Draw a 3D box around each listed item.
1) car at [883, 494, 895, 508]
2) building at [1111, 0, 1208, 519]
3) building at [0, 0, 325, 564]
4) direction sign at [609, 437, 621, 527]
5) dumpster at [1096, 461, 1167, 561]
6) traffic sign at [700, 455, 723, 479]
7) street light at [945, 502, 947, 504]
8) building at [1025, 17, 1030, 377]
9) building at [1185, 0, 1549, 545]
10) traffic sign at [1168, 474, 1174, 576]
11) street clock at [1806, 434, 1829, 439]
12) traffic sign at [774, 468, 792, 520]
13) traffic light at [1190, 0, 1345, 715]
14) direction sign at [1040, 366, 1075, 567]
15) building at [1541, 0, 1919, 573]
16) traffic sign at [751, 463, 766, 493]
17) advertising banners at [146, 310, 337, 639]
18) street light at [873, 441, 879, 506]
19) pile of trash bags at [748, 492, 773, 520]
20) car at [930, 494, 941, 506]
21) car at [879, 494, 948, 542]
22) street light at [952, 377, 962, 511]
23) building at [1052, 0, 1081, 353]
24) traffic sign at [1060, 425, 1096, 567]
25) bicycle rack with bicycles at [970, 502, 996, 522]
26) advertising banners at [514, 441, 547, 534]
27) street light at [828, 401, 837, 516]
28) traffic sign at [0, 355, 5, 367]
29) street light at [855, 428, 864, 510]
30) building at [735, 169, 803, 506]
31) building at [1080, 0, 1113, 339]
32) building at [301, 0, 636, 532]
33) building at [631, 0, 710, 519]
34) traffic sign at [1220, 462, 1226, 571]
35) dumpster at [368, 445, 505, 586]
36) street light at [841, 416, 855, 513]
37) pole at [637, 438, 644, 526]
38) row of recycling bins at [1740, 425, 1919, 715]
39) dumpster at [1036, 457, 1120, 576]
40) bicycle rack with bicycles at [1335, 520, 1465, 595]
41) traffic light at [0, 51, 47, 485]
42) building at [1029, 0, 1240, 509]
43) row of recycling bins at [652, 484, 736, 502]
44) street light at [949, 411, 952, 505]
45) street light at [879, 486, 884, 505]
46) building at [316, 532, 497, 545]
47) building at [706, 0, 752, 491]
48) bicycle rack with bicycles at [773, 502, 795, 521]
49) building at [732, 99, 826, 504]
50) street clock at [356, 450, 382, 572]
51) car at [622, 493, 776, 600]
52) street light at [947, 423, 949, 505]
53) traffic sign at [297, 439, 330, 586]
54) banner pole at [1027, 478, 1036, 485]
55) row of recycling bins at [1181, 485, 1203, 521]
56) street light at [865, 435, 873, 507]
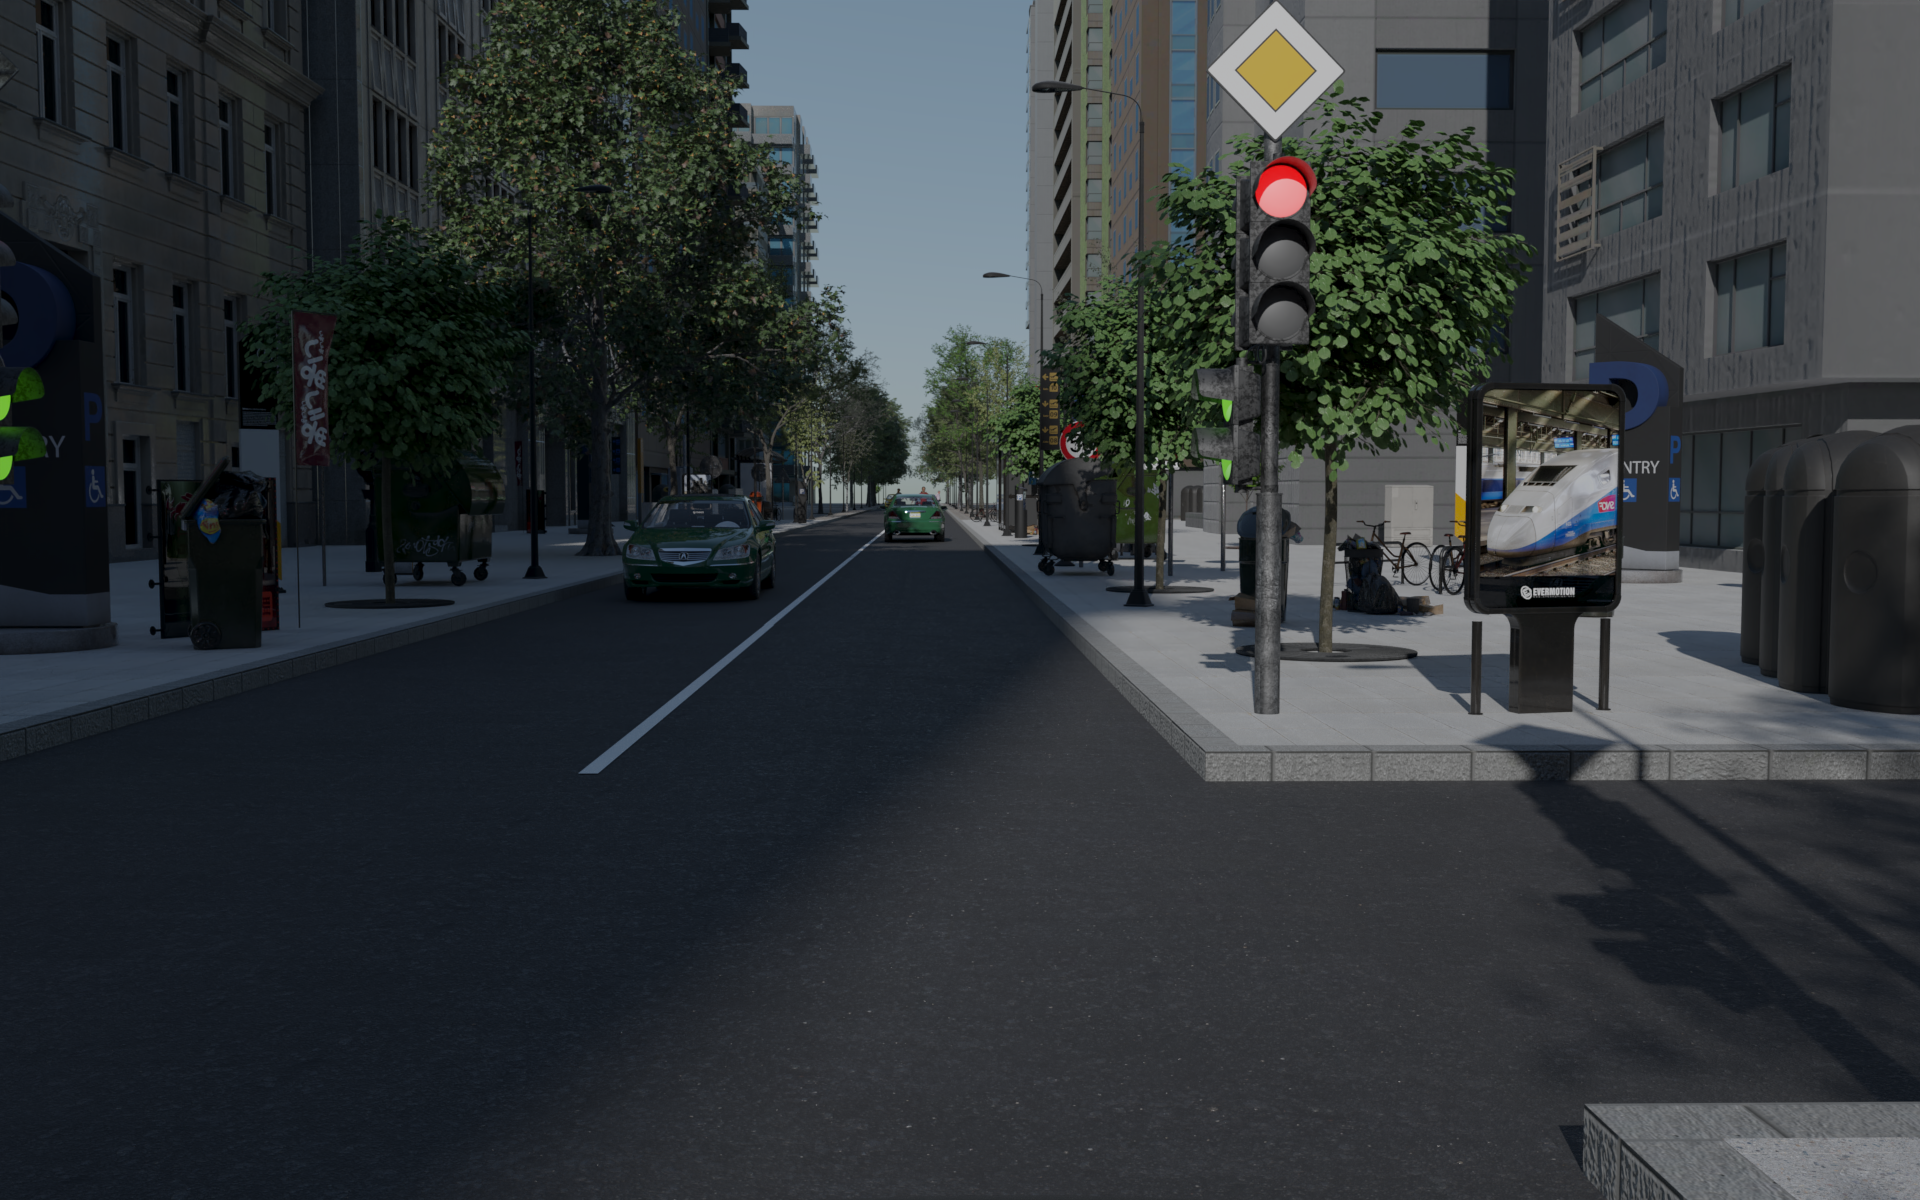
[{"bbox_3d":[-6.542,-9.850,171.278,2.015,1.641,3.980,0,4,0],"label":"car"},{"bbox_3d":[16.067,-27.275,96.054,14.600,45.320,14.200,0,4,-1],"label":"building"},{"bbox_3d":[-21.308,-14.218,29.731,12.463,27.353,25.104,0,4,-1],"label":"building"},{"bbox_3d":[-13.813,-4.666,68.285,0.876,3.537,0.379,0,4,-8],"label":"direction sign"},{"bbox_3d":[3.334,-1.924,33.955,1.502,2.255,1.985,0,4,-1],"label":"dumpster"},{"bbox_3d":[-8.206,-3.485,57.082,0.768,2.556,0.104,0,4,4],"label":"traffic sign"},{"bbox_3d":[-0.120,-8.547,112.276,1.470,5.913,1.316,0,4,-1],"label":"street light"},{"bbox_3d":[17.523,-55.940,227.292,22.319,86.520,31.000,0,4,-1],"label":"building"},{"bbox_3d":[18.717,-31.421,55.728,21.231,58.520,28.212,0,4,-1],"label":"building"},{"bbox_3d":[3.298,-1.650,27.083,0.768,2.556,0.104,0,4,7],"label":"traffic sign"},{"bbox_3d":[10.405,-1.002,20.955,0.471,2.002,0.358,3,5,45],"label":"street clock"},{"bbox_3d":[-8.737,-5.226,85.443,0.884,2.594,0.081,0,4,6],"label":"traffic sign"},{"bbox_3d":[1.779,-1.291,10.028,0.839,4.253,0.868,0,4,-1],"label":"traffic light"},{"bbox_3d":[1.862,-2.369,30.724,0.876,3.537,0.379,0,4,-3],"label":"direction sign"},{"bbox_3d":[18.652,-21.003,26.996,14.086,41.232,14.154,0,4,-1],"label":"building"},{"bbox_3d":[-8.304,-4.389,71.860,0.768,2.556,0.104,1,4,9],"label":"traffic sign"},{"bbox_3d":[-6.583,-1.215,16.051,0.090,3.025,2.074,2,4,30],"label":"advertising banners"},{"bbox_3d":[-8.152,-11.026,152.809,1.470,5.913,1.316,0,4,-1],"label":"street light"},{"bbox_3d":[-7.712,-3.242,62.766,1.912,1.369,3.447,-1,4,-21],"label":"pile of trash bags"},{"bbox_3d":[-2.362,-6.846,123.929,2.014,1.417,4.499,0,4,0],"label":"car"},{"bbox_3d":[-1.419,-2.534,53.231,2.131,1.459,4.920,0,4,-2],"label":"car"},{"bbox_3d":[0.542,-5.892,68.879,1.470,5.913,1.316,0,4,-1],"label":"street light"},{"bbox_3d":[18.997,-31.714,142.233,21.300,48.544,21.600,0,4,-1],"label":"building"},{"bbox_3d":[2.119,-1.842,30.224,0.768,2.556,0.104,0,4,5],"label":"traffic sign"},{"bbox_3d":[2.166,-4.047,79.558,2.925,0.926,2.852,1,4,17],"label":"bicycle rack with bicycles"},{"bbox_3d":[-13.959,-3.673,56.239,0.090,3.025,2.074,-3,5,-41],"label":"advertising banners"},{"bbox_3d":[-6.883,-6.982,86.693,1.470,5.913,1.316,0,4,-1],"label":"street light"},{"bbox_3d":[-7.764,-0.816,13.444,0.768,2.556,0.104,0,4,3],"label":"traffic sign"},{"bbox_3d":[-7.537,-9.031,120.192,1.470,5.913,1.316,0,4,-1],"label":"street light"},{"bbox_3d":[-33.653,-30.324,187.679,32.217,40.220,23.993,0,4,-1],"label":"building"},{"bbox_3d":[15.510,-26.972,124.583,14.154,41.232,14.086,0,4,-1],"label":"building"},{"bbox_3d":[-21.364,-15.545,72.185,12.078,24.808,19.932,0,4,-1],"label":"building"},{"bbox_3d":[-23.247,-27.866,105.723,14.600,45.320,14.200,0,4,-1],"label":"building"},{"bbox_3d":[4.377,-1.753,28.760,0.768,2.556,0.104,0,4,3],"label":"traffic sign"},{"bbox_3d":[-7.477,-1.361,24.745,1.502,2.255,1.985,0,4,-1],"label":"dumpster"},{"bbox_3d":[-7.214,-8.012,103.542,1.470,5.913,1.316,0,4,-1],"label":"street light"},{"bbox_3d":[-11.656,-4.244,63.235,0.158,3.312,0.155,0,3,0],"label":"pole"},{"bbox_3d":[5.995,-0.279,11.681,1.069,1.692,3.534,1,4,14],"label":"row of recycling bins"},{"bbox_3d":[1.894,-1.349,27.809,1.264,1.857,1.865,0,4,-1],"label":"dumpster"},{"bbox_3d":[6.449,-0.616,23.452,2.925,0.926,2.852,-3,5,-40],"label":"bicycle rack with bicycles"},{"bbox_3d":[-5.731,-1.282,9.880,0.839,4.253,0.868,0,4,-1],"label":"traffic light"},{"bbox_3d":[18.422,-40.144,198.355,21.231,58.520,28.212,0,4,-1],"label":"building"},{"bbox_3d":[-11.071,-3.991,72.362,3.534,1.692,1.069,-1,4,-11],"label":"row of recycling bins"},{"bbox_3d":[0.305,-6.886,85.121,1.470,5.913,1.316,0,4,-1],"label":"street light"},{"bbox_3d":[-8.369,-12.072,169.914,1.470,5.913,1.316,0,4,-1],"label":"street light"},{"bbox_3d":[-20.993,-14.329,52.294,12.078,24.808,19.932,0,4,-1],"label":"building"},{"bbox_3d":[-27.297,-28.937,127.752,22.147,44.769,28.867,0,4,-1],"label":"building"},{"bbox_3d":[-8.520,-4.254,82.928,2.852,0.926,2.925,0,4,-6],"label":"bicycle rack with bicycles"},{"bbox_3d":[-29.118,-36.445,215.487,23.786,49.044,30.456,0,4,-1],"label":"building"},{"bbox_3d":[-9.646,-1.460,28.434,0.471,2.002,0.358,1,4,17],"label":"street clock"},{"bbox_3d":[-3.687,-0.808,25.010,2.131,1.459,4.920,0,4,-2],"label":"car"},{"bbox_3d":[0.146,-7.553,96.035,1.470,5.913,1.316,0,4,-1],"label":"street light"},{"bbox_3d":[-8.854,-1.400,24.068,0.795,2.450,0.064,0,4,7],"label":"traffic sign"},{"bbox_3d":[2.602,-4.038,56.033,0.863,3.779,0.401,-1,4,-13],"label":"banner pole"},{"bbox_3d":[11.419,-4.541,81.358,1.069,1.692,3.534,-1,4,-21],"label":"row of recycling bins"},{"bbox_3d":[-7.790,-10.024,136.434,1.470,5.913,1.316,0,4,-1],"label":"street light"}]
